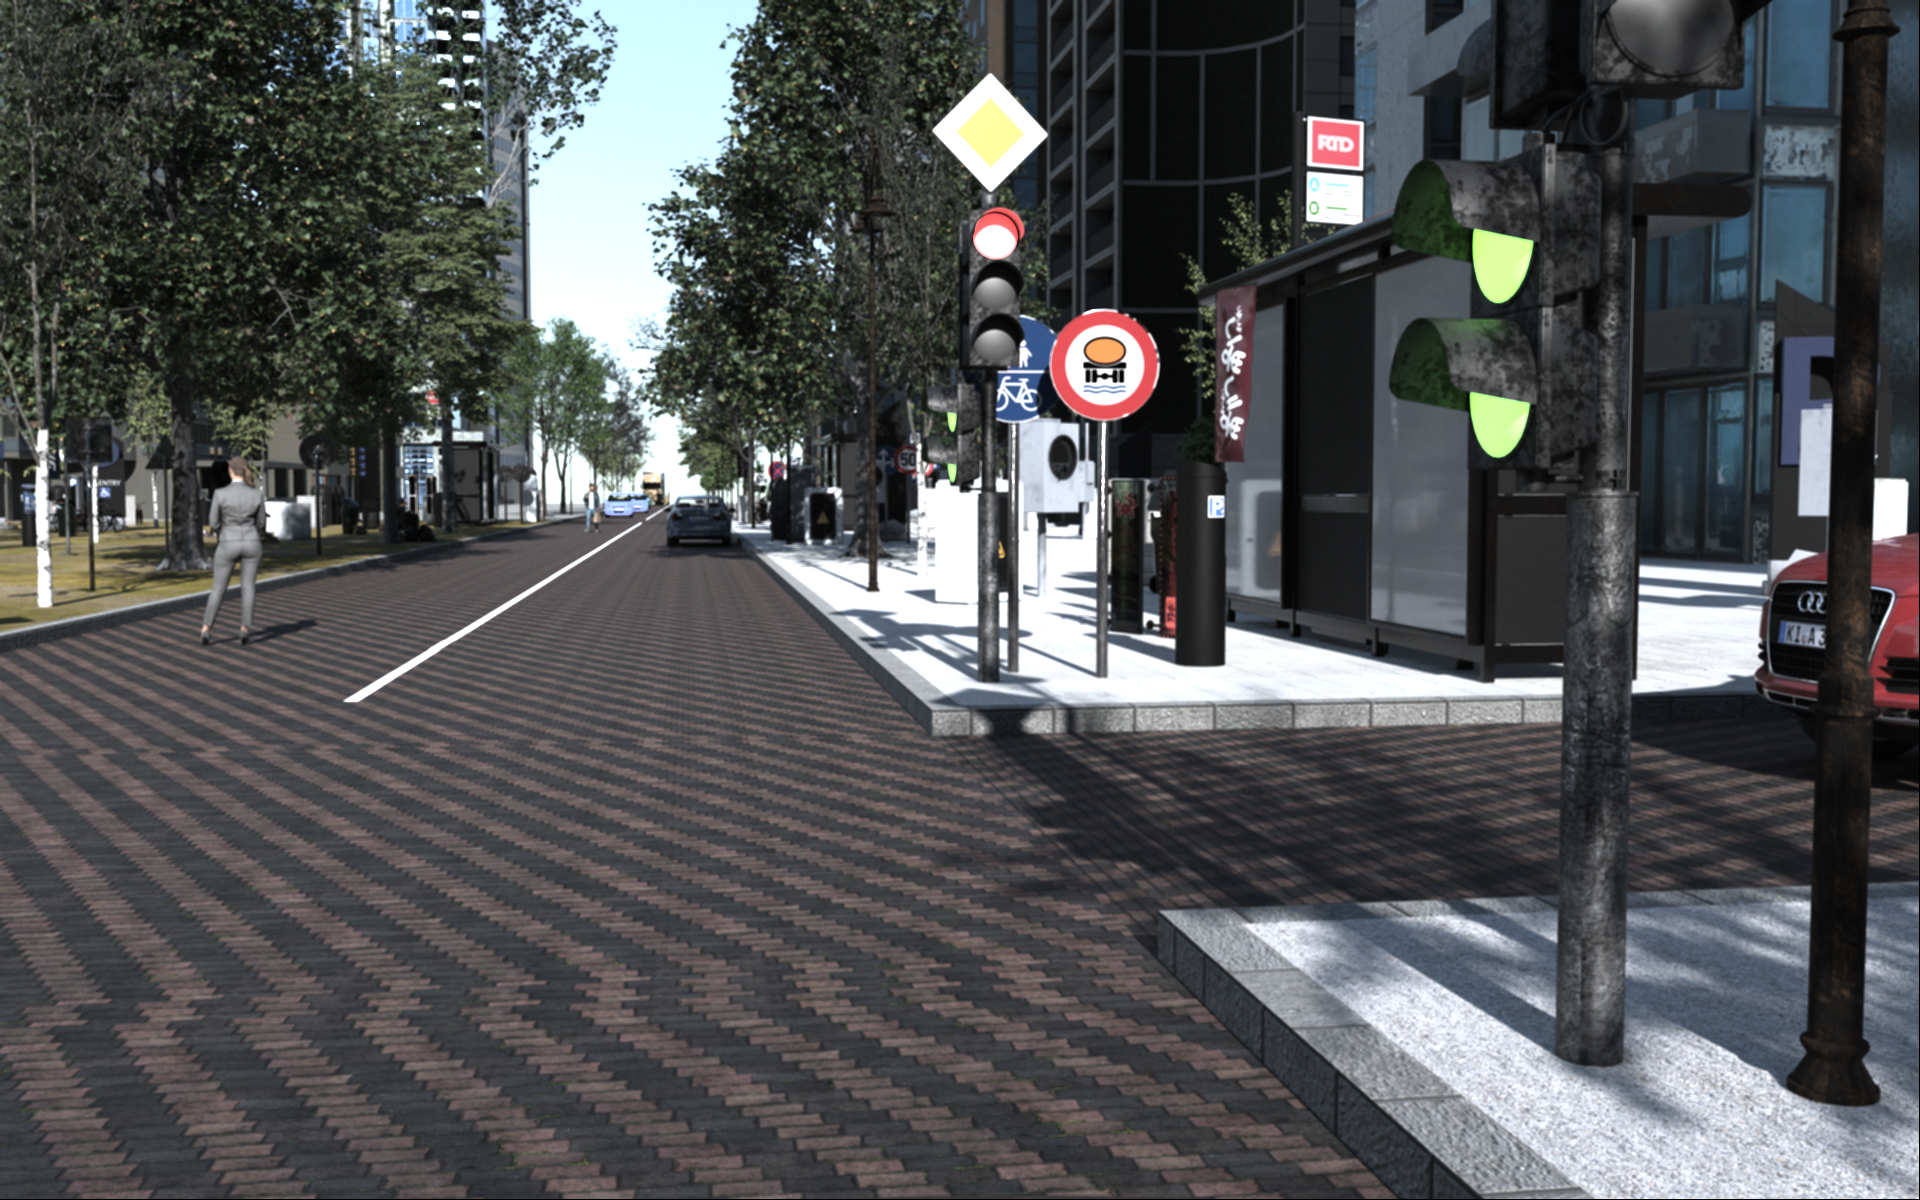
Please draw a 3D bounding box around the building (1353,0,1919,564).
[{"bbox_3d":[25.495,-25.803,41.488,30.456,49.044,23.786,-1,4,-9],"label":"building"}]

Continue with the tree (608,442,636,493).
[{"bbox_3d":[-42.688,-16.341,217.538,4.360,8.622,3.978,0,3,0],"label":"tree"}]

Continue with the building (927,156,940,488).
[{"bbox_3d":[10.622,-27.378,139.508,32.217,40.220,23.993,-1,4,-9],"label":"building"}]

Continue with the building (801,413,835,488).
[{"bbox_3d":[-6.665,-23.786,233.946,27.650,21.520,28.899,-1,4,-9],"label":"building"}]

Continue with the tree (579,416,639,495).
[{"bbox_3d":[-32.139,-12.462,154.112,4.737,8.622,4.395,0,3,0],"label":"tree"}]

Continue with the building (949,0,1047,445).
[{"bbox_3d":[7.245,-27.795,104.555,14.600,45.320,14.200,-1,4,-9],"label":"building"}]

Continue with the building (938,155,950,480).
[{"bbox_3d":[5.230,-21.254,119.212,14.160,30.474,14.107,-1,4,-9],"label":"building"}]

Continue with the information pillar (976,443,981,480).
[{"bbox_3d":[0.449,-3.149,42.840,0.504,3.616,0.183,2,4,31],"label":"information pillar"}]

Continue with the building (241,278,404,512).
[{"bbox_3d":[-54.788,-16.708,118.215,27.650,21.520,28.899,-1,4,-9],"label":"building"}]

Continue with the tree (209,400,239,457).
[{"bbox_3d":[-30.743,-7.063,65.848,4.737,8.622,4.395,0,3,0],"label":"tree"}]

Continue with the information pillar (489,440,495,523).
[{"bbox_3d":[-20.567,-5.172,75.915,0.183,3.616,0.504,-2,4,-29],"label":"information pillar"}]

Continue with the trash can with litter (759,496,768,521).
[{"bbox_3d":[-9.618,-4.314,81.915,1.055,1.170,0.624,0,4,-8],"label":"trash can with litter"}]

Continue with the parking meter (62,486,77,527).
[{"bbox_3d":[-27.209,-2.722,52.915,0.372,1.533,0.369,0,3,0],"label":"parking meter"}]

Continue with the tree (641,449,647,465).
[{"bbox_3d":[-45.309,-17.672,239.305,4.737,8.622,4.395,0,3,0],"label":"tree"}]

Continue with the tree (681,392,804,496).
[{"bbox_3d":[-13.584,-10.817,111.268,8.767,10.594,7.601,1,4,20],"label":"tree"}]

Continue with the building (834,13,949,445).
[{"bbox_3d":[-4.219,-40.462,203.556,21.231,58.520,28.212,-1,4,-9],"label":"building"}]

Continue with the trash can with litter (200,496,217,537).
[{"bbox_3d":[-22.820,-2.485,51.689,1.678,1.210,2.233,1,4,10],"label":"trash can with litter"}]

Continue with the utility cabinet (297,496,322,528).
[{"bbox_3d":[-24.851,-3.364,66.157,1.020,1.237,0.306,2,4,29],"label":"utility cabinet"}]

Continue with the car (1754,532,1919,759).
[{"bbox_3d":[6.736,-0.014,8.908,5.304,1.827,2.281,-1,4,-10],"label":"car"}]

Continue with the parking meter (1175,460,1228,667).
[{"bbox_3d":[1.809,-0.281,13.000,0.372,1.533,0.369,0,3,0],"label":"parking meter"}]

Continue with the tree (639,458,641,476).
[{"bbox_3d":[-36.633,-14.043,179.959,4.737,8.622,4.395,0,3,0],"label":"tree"}]

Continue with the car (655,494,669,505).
[{"bbox_3d":[-40.022,-13.586,232.353,2.015,1.641,3.980,0,4,-7],"label":"car"}]

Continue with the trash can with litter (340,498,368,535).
[{"bbox_3d":[-19.182,-2.665,54.966,1.055,1.170,0.624,3,4,36],"label":"trash can with litter"}]

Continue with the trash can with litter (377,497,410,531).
[{"bbox_3d":[-19.608,-2.965,59.869,0.624,1.170,1.055,2,4,27],"label":"trash can with litter"}]

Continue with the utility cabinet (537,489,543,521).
[{"bbox_3d":[-20.398,-4.553,83.127,0.318,1.500,1.173,-3,4,-36],"label":"utility cabinet"}]

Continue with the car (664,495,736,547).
[{"bbox_3d":[-7.304,-2.240,48.624,2.014,1.417,4.499,0,4,-7],"label":"car"}]

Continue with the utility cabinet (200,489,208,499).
[{"bbox_3d":[-33.353,-4.084,75.459,1.173,1.500,0.318,1,4,12],"label":"utility cabinet"}]

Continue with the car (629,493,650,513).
[{"bbox_3d":[-24.276,-7.368,130.064,1.945,1.707,3.694,-1,4,-10],"label":"car"}]

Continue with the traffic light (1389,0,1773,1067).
[{"bbox_3d":[1.415,-0.912,3.833,0.839,4.253,0.868,-1,4,-9],"label":"traffic light"}]

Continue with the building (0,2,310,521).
[{"bbox_3d":[-52.658,-24.427,91.258,32.217,40.220,23.993,-1,4,-9],"label":"building"}]

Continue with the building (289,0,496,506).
[{"bbox_3d":[-62.758,-53.690,190.498,22.319,86.520,31.000,-1,4,-9],"label":"building"}]

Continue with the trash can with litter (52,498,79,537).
[{"bbox_3d":[-26.840,-2.484,51.995,0.624,1.170,1.055,-1,4,-19],"label":"trash can with litter"}]

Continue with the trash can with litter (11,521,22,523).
[{"bbox_3d":[-40.860,-3.992,76.330,1.678,1.210,2.233,-1,4,-19],"label":"trash can with litter"}]

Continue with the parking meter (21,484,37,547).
[{"bbox_3d":[-22.700,-2.071,42.280,0.372,1.533,0.369,0,3,0],"label":"parking meter"}]

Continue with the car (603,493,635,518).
[{"bbox_3d":[-20.911,-5.917,106.327,1.945,1.707,3.694,-1,4,-10],"label":"car"}]

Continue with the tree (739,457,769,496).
[{"bbox_3d":[-10.292,-5.763,88.823,1.663,3.219,1.824,0,3,0],"label":"tree"}]

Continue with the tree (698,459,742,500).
[{"bbox_3d":[-19.644,-9.786,143.710,4.285,4.588,4.351,0,3,0],"label":"tree"}]

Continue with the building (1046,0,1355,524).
[{"bbox_3d":[13.908,-39.140,78.184,20.563,71.187,20.611,-1,4,-9],"label":"building"}]

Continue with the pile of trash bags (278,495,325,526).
[{"bbox_3d":[-26.971,-3.603,68.660,3.447,1.369,1.912,-1,4,-13],"label":"pile of trash bags"}]

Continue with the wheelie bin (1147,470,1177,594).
[{"bbox_3d":[2.847,-0.880,22.295,0.693,1.594,0.980,-3,5,-39],"label":"wheelie bin"}]

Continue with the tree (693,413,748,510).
[{"bbox_3d":[-16.882,-10.666,124.750,4.737,8.622,4.395,0,3,0],"label":"tree"}]

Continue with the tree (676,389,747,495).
[{"bbox_3d":[-24.402,-15.486,171.317,7.486,12.596,7.792,0,3,0],"label":"tree"}]

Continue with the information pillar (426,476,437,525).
[{"bbox_3d":[-21.931,-4.124,71.911,0.304,2.012,0.304,2,4,26],"label":"information pillar"}]

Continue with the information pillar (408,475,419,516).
[{"bbox_3d":[-21.139,-3.823,66.993,0.304,2.012,0.304,0,4,-5],"label":"information pillar"}]

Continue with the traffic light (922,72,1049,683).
[{"bbox_3d":[0.176,-1.395,11.721,0.839,4.253,0.868,-1,4,-9],"label":"traffic light"}]

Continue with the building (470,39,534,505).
[{"bbox_3d":[-66.662,-41.508,220.662,21.231,58.520,28.212,-1,4,-9],"label":"building"}]

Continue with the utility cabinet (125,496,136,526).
[{"bbox_3d":[-33.975,-3.609,70.167,0.306,1.237,1.020,3,5,44],"label":"utility cabinet"}]

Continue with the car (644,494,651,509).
[{"bbox_3d":[-31.314,-9.867,170.126,1.959,1.807,4.718,-1,4,-11],"label":"car"}]
